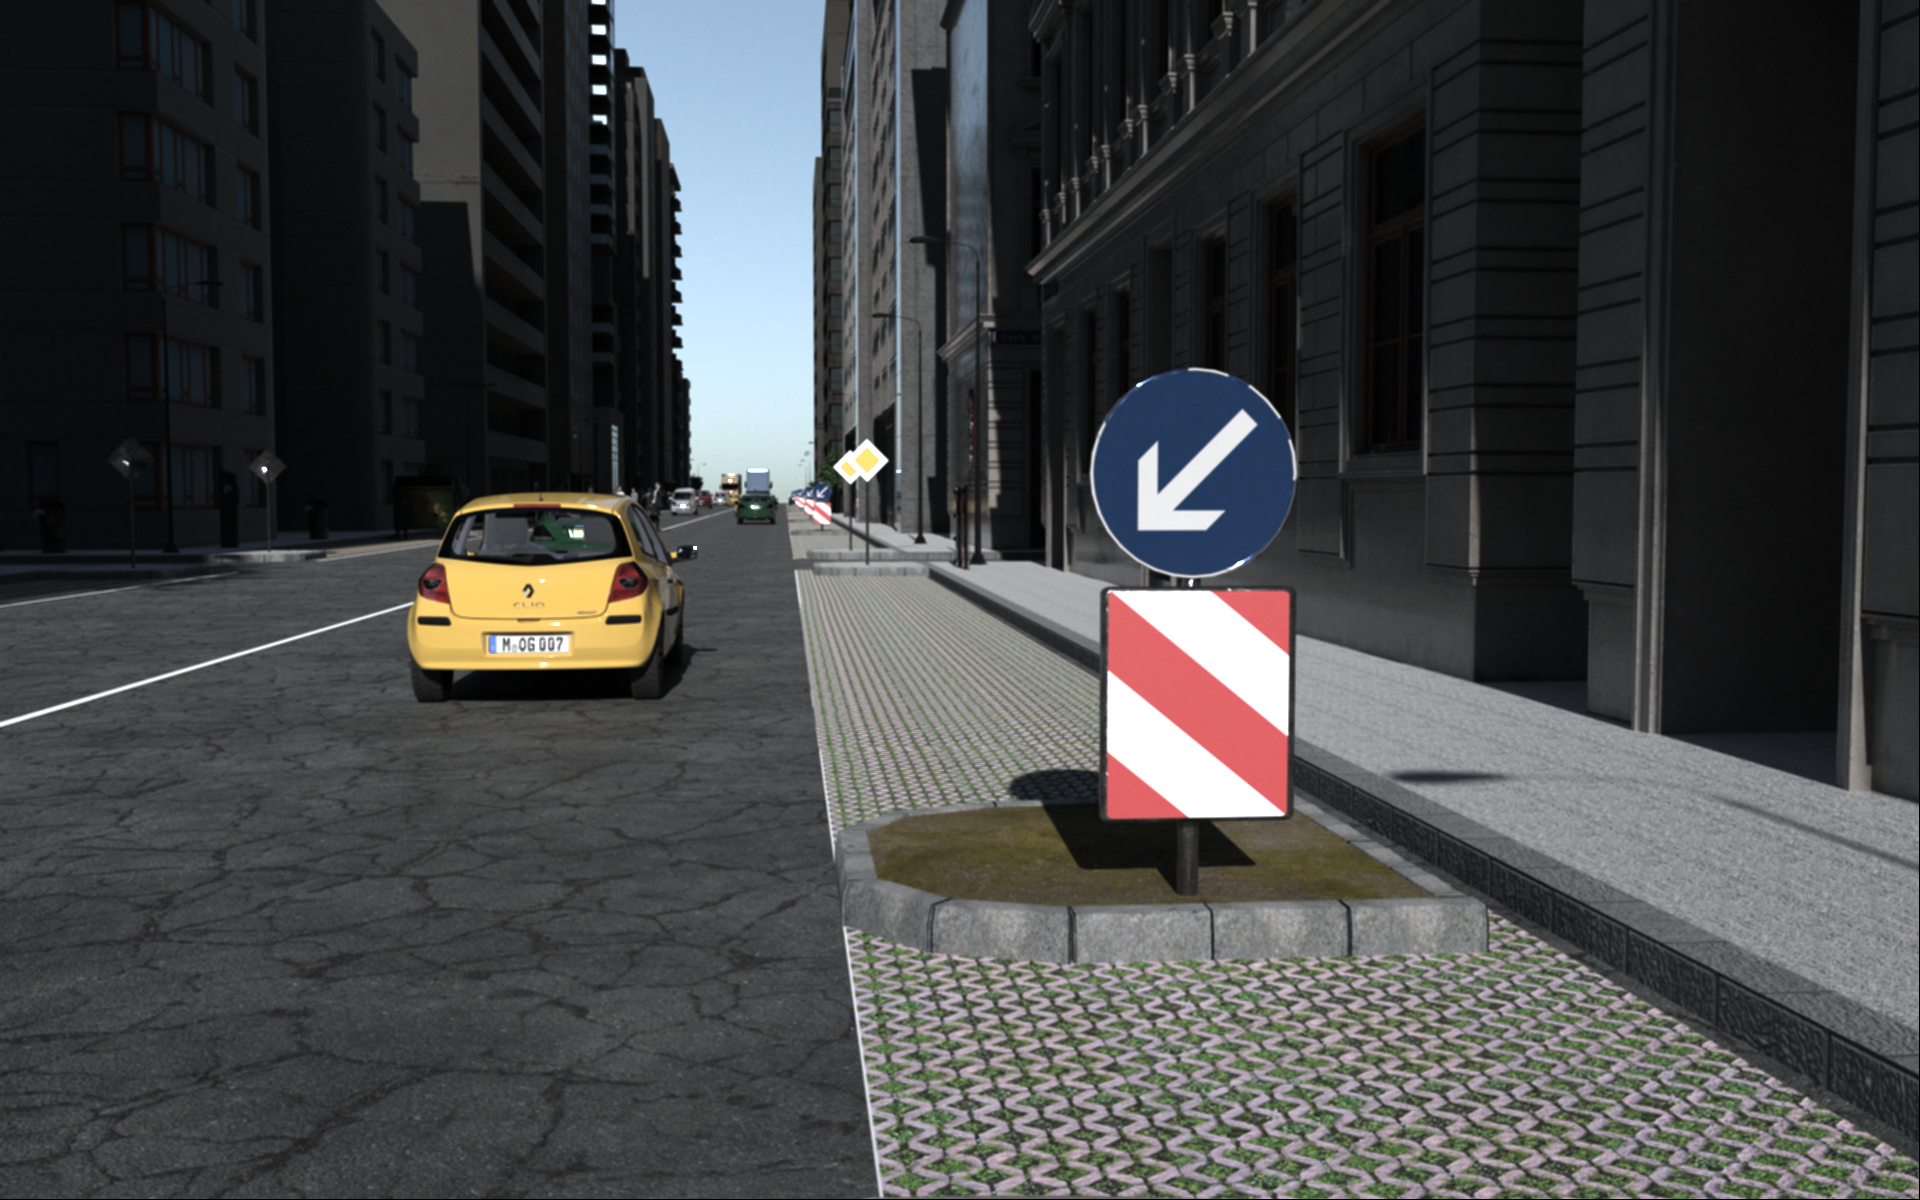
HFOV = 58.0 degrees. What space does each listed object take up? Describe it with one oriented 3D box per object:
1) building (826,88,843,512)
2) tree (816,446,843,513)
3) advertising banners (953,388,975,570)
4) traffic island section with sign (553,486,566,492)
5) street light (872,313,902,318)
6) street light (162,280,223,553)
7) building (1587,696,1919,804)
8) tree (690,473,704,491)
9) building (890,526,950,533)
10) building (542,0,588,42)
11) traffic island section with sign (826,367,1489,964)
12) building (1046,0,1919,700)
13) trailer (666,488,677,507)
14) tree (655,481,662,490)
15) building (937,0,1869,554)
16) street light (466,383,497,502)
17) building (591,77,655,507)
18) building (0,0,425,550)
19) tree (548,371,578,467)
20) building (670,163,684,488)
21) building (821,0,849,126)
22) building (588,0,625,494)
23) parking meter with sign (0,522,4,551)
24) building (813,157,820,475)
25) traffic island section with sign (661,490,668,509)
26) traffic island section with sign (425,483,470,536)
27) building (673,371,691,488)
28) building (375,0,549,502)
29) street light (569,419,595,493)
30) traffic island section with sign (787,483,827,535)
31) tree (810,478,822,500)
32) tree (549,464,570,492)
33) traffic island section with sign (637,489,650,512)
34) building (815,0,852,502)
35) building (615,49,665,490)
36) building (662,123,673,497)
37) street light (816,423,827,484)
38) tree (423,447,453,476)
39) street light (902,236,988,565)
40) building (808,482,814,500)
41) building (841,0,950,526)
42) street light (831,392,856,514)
[{"bbox_3d":[-2.787,-21.751,127.334,14.160,30.474,14.107,0,4,-6],"label":"building"},{"bbox_3d":[-8.019,-8.155,117.041,4.285,4.588,4.351,0,3,0],"label":"tree"},{"bbox_3d":[0.075,-2.042,29.580,0.090,3.025,2.074,-1,4,-8],"label":"advertising banners"},{"bbox_3d":[-20.227,-4.832,87.634,1.989,1.847,2.006,0,4,-6],"label":"traffic island section with sign"},{"bbox_3d":[-1.564,-4.407,44.600,1.470,5.913,1.316,0,4,-6],"label":"street light"},{"bbox_3d":[-16.662,-3.981,37.635,1.470,5.913,1.316,0,4,-6],"label":"street light"},{"bbox_3d":[9.577,-10.038,0.276,11.583,22.565,21.152,0,4,-6],"label":"building"},{"bbox_3d":[-41.641,-17.551,270.675,4.285,4.588,4.351,0,3,0],"label":"tree"},{"bbox_3d":[3.062,-15.169,66.043,12.078,24.808,19.932,0,4,-6],"label":"building"},{"bbox_3d":[-33.230,-28.690,119.192,14.600,45.320,14.200,0,4,-6],"label":"building"},{"bbox_3d":[0.555,0.148,6.213,1.989,1.847,2.006,0,4,-6],"label":"traffic island section with sign"},{"bbox_3d":[7.447,-11.323,21.280,11.583,22.565,21.152,0,4,-6],"label":"building"},{"bbox_3d":[-28.347,-10.037,171.161,1.471,1.999,3.904,0,4,-6],"label":"trailer"},{"bbox_3d":[-33.264,-11.869,188.664,1.663,3.219,1.824,0,3,0],"label":"tree"},{"bbox_3d":[9.902,-12.769,44.923,21.152,22.565,11.583,0,4,-6],"label":"building"},{"bbox_3d":[-20.111,-6.126,72.702,1.470,5.913,1.316,0,4,-6],"label":"street light"},{"bbox_3d":[-36.773,-29.413,164.502,14.154,41.232,14.086,0,4,-6],"label":"building"},{"bbox_3d":[-33.462,-12.676,52.297,27.650,21.520,28.899,0,4,-6],"label":"building"},{"bbox_3d":[-24.658,-9.237,101.387,4.737,8.622,4.395,0,3,0],"label":"tree"},{"bbox_3d":[-47.256,-34.746,222.727,22.147,44.769,28.867,0,4,-6],"label":"building"},{"bbox_3d":[-2.258,-33.136,165.474,21.300,48.544,21.600,0,4,-6],"label":"building"},{"bbox_3d":[-38.537,-50.621,140.326,22.319,86.520,31.000,0,4,-6],"label":"building"},{"bbox_3d":[-22.234,-2.576,38.371,1.738,3.016,0.543,-2,4,-33],"label":"parking meter with sign"},{"bbox_3d":[-9.214,-37.558,237.775,21.300,48.544,21.600,0,4,-6],"label":"building"},{"bbox_3d":[-28.001,-9.527,164.398,1.989,1.847,2.006,0,4,-6],"label":"traffic island section with sign"},{"bbox_3d":[-17.459,-3.166,60.397,1.989,1.847,2.006,0,4,-6],"label":"traffic island section with sign"},{"bbox_3d":[-53.874,-24.875,251.745,27.650,21.520,28.899,0,4,-6],"label":"building"},{"bbox_3d":[-32.726,-28.208,84.903,21.300,48.544,21.600,0,4,-6],"label":"building"},{"bbox_3d":[-23.693,-8.270,107.756,1.470,5.913,1.316,0,4,-6],"label":"street light"},{"bbox_3d":[-4.940,-3.175,60.535,1.989,1.847,2.006,0,4,-6],"label":"traffic island section with sign"},{"bbox_3d":[-17.006,-12.824,204.277,1.663,3.219,1.824,0,3,0],"label":"tree"},{"bbox_3d":[-25.941,-7.126,111.119,1.663,3.219,1.824,0,3,0],"label":"tree"},{"bbox_3d":[-25.278,-7.887,137.581,1.989,1.847,2.006,0,4,-6],"label":"traffic island section with sign"},{"bbox_3d":[-7.841,-47.572,216.049,20.563,71.187,20.611,0,4,-6],"label":"building"},{"bbox_3d":[-38.810,-32.309,178.360,14.600,45.320,14.200,0,4,-6],"label":"building"},{"bbox_3d":[-41.082,-33.738,201.731,14.600,45.320,14.200,0,4,-6],"label":"building"},{"bbox_3d":[-8.621,-8.637,113.756,1.470,5.913,1.316,0,4,-6],"label":"street light"},{"bbox_3d":[-22.049,-4.752,72.292,1.663,3.219,1.824,0,3,0],"label":"tree"},{"bbox_3d":[-0.212,-3.599,31.381,1.470,5.913,1.316,0,4,-6],"label":"street light"},{"bbox_3d":[-6.797,-34.886,262.272,32.217,40.220,23.993,0,4,-6],"label":"building"},{"bbox_3d":[0.457,-16.437,86.763,12.078,24.808,19.932,0,4,-6],"label":"building"},{"bbox_3d":[-5.176,-6.526,79.246,1.470,5.913,1.316,0,4,-6],"label":"street light"}]
